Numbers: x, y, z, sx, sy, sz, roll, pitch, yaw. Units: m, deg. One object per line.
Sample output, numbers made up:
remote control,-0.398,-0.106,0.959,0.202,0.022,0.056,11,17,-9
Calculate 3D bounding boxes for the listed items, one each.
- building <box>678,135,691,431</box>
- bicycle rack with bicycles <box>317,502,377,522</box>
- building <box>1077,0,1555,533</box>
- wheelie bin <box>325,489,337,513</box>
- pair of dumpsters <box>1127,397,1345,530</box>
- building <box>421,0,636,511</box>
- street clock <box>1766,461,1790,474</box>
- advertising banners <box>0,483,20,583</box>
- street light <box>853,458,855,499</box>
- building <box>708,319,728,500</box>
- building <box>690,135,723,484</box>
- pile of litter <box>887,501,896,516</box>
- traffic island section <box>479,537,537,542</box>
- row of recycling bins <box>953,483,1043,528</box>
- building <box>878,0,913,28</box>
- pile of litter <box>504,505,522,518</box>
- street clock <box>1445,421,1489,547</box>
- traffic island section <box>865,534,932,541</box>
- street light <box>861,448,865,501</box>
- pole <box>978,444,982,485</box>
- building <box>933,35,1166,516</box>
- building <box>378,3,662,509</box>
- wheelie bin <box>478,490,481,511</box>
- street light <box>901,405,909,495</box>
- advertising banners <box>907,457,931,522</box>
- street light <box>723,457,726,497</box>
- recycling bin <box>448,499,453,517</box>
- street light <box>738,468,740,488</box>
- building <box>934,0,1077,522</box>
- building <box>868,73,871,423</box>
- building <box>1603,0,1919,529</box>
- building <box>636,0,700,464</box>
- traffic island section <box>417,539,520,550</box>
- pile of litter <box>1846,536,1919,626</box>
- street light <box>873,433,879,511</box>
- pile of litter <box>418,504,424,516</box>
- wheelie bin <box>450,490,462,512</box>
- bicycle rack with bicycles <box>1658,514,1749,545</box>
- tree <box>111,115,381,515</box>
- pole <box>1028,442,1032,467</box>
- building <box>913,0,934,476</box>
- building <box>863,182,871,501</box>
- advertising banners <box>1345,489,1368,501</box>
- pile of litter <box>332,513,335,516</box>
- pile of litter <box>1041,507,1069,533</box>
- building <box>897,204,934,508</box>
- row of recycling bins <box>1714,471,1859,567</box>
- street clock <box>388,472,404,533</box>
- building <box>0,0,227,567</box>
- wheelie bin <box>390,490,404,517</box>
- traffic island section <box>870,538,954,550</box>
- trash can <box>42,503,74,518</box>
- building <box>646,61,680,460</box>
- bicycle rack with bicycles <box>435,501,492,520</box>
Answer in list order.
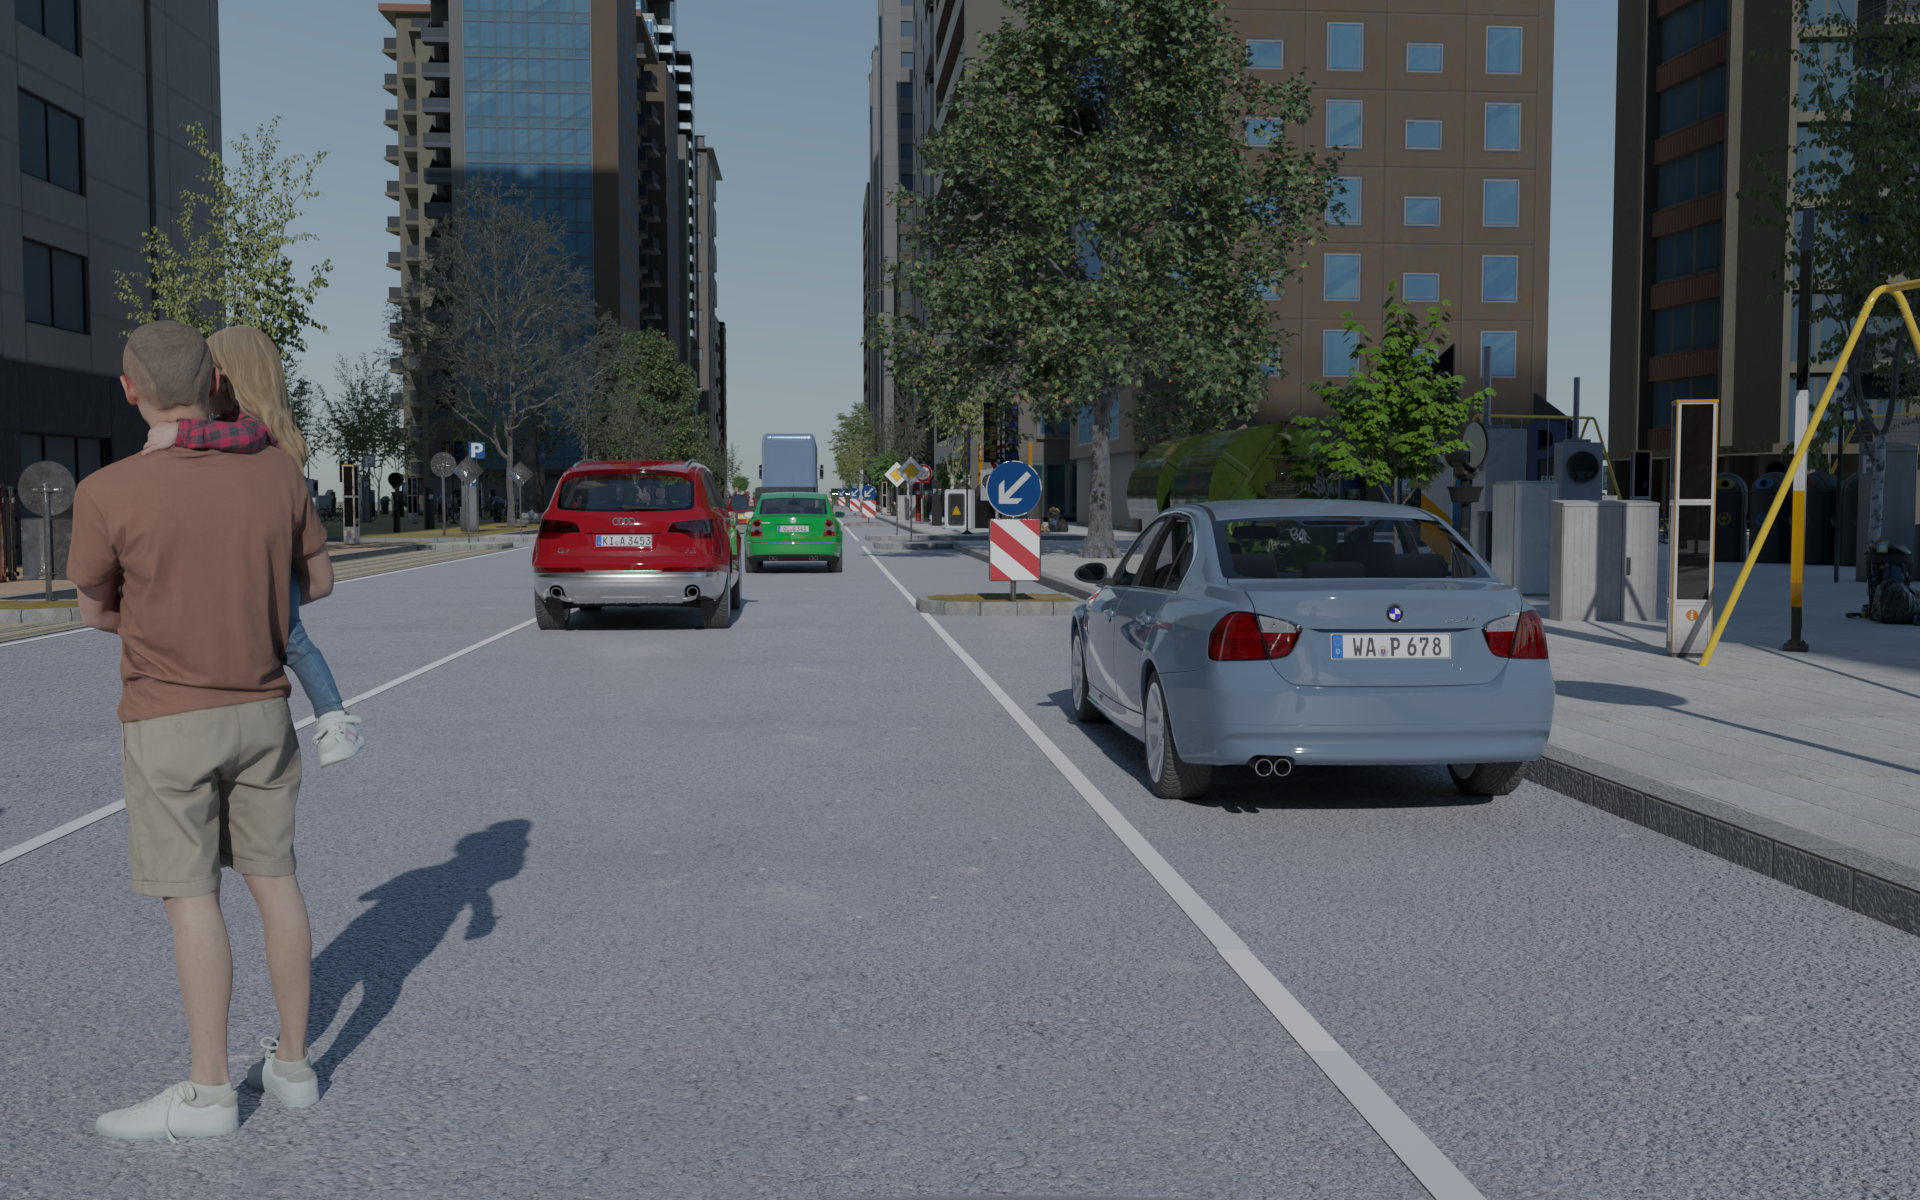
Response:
building,-37.263,-31.033,190.991,14.154,41.232,14.086,0,4,-5
bicycle rack with bicycles,-28.894,-4.156,81.337,2.925,0.926,2.852,-2,4,-28
building,12.074,-25.277,63.382,14.200,45.320,14.600,0,4,-5
wheelie bin,-43.353,-6.810,119.250,0.980,1.594,0.693,3,4,36
pair of dumpsters,3.036,-1.035,19.423,1.574,2.255,4.437,0,4,-5
building,-32.458,-29.560,133.409,14.600,45.320,14.200,0,4,-5
street clock,17.903,-2.040,37.928,0.358,2.002,0.471,-2,4,-34
advertising banners,-13.896,-1.765,25.046,0.090,3.025,2.074,-1,4,-18
street light,-12.556,-14.195,204.876,0.468,5.910,1.993,0,4,-5
building,-44.942,-31.011,278.729,14.160,30.474,14.107,0,4,-5
building,-50.039,-40.823,256.690,28.713,52.752,27.495,0,4,-5
pile of litter,-3.632,-5.308,100.750,1.176,0.858,1.719,-2,4,-29
traffic island section,-13.495,-1.888,53.146,2.009,0.180,2.903,0,4,-5
row of recycling bins,1.388,-3.530,64.831,3.534,1.692,1.069,1,4,17
building,1.673,-39.513,188.030,21.231,58.520,28.212,0,4,-5
pile of litter,-23.677,-4.784,92.183,1.719,0.858,1.176,-2,4,-29
street clock,5.011,-0.773,17.201,0.471,2.002,0.358,-3,5,-40
traffic island section,-1.944,-1.946,54.104,2.009,0.180,2.903,0,4,-5
street light,-9.223,-11.763,165.104,0.468,5.910,1.993,0,4,-5
pole,0.815,-4.660,70.039,0.158,3.312,0.155,0,3,0
building,5.570,-28.797,120.948,14.600,45.320,14.200,0,4,-5
building,-38.498,-30.573,154.490,22.147,44.769,28.867,0,4,-5
wheelie bin,-35.222,-7.244,126.339,0.980,1.594,0.693,-1,4,-13
street light,-2.871,-7.147,89.645,0.468,5.910,1.993,0,4,-5
advertising banners,-1.924,-5.172,80.752,0.090,3.025,2.074,-2,4,-32
street light,-28.891,-14.662,212.503,0.468,5.910,1.993,0,4,-5
recycling bin,-29.122,-5.229,98.042,0.722,1.027,0.722,-2,4,-26
street light,-32.067,-17.041,251.414,0.468,5.910,1.993,0,4,-5
building,10.000,-28.463,89.069,21.300,48.544,21.600,0,4,-5
building,-1.478,-42.120,230.658,21.231,58.520,28.212,0,4,-5
building,41.187,-25.384,69.651,28.867,44.769,22.147,0,4,-5
building,-44.706,-55.885,226.383,22.319,86.520,31.000,0,4,-5
traffic island section,-12.829,-1.401,45.188,2.009,0.180,2.903,0,4,-5
pile of litter,9.634,-0.216,17.502,1.176,0.858,1.719,2,4,24
street light,-6.220,-9.534,128.661,0.468,5.910,1.993,0,4,-5
pile of litter,-31.663,-5.364,101.668,1.176,0.858,1.719,-1,4,-11
wheelie bin,-36.254,-7.157,124.932,0.693,1.594,0.980,2,4,31
bicycle rack with bicycles,18.715,-1.836,43.400,2.852,0.926,2.925,-3,4,-37
tree,-14.161,-5.107,33.868,4.737,8.622,4.395,0,3,0
pole,2.751,-4.549,68.211,0.158,3.312,0.155,0,3,0
building,10.127,-34.107,146.883,28.713,52.752,27.495,0,4,-5
building,-3.332,-38.658,255.755,21.300,48.544,21.600,0,4,-5
advertising banners,8.658,-2.757,41.261,2.074,3.025,0.090,1,4,12
pile of litter,-37.705,-5.397,102.199,1.719,0.858,1.176,0,4,8
pile of litter,2.928,-2.696,58.037,1.719,0.858,1.176,-2,4,-26
building,0.827,-24.215,167.622,14.160,30.474,14.107,0,4,-5
row of recycling bins,15.337,-1.515,31.882,1.069,1.692,3.534,-2,4,-33
street clock,-18.761,-3.246,57.646,0.471,2.002,0.358,0,4,0
building,-27.392,-36.275,31.356,20.611,71.187,20.563,0,4,-5
wheelie bin,-31.093,-5.376,95.803,0.693,1.594,0.980,-2,4,-30
traffic island section,-1.278,-1.460,46.147,2.009,0.180,2.903,0,4,-5
trash can,-14.613,-1.014,28.233,0.748,1.137,0.748,0,3,0
building,-36.104,-32.179,176.242,14.600,45.320,14.200,0,4,-5
bicycle rack with bicycles,-25.147,-4.467,86.414,2.925,0.926,2.852,0,4,6
